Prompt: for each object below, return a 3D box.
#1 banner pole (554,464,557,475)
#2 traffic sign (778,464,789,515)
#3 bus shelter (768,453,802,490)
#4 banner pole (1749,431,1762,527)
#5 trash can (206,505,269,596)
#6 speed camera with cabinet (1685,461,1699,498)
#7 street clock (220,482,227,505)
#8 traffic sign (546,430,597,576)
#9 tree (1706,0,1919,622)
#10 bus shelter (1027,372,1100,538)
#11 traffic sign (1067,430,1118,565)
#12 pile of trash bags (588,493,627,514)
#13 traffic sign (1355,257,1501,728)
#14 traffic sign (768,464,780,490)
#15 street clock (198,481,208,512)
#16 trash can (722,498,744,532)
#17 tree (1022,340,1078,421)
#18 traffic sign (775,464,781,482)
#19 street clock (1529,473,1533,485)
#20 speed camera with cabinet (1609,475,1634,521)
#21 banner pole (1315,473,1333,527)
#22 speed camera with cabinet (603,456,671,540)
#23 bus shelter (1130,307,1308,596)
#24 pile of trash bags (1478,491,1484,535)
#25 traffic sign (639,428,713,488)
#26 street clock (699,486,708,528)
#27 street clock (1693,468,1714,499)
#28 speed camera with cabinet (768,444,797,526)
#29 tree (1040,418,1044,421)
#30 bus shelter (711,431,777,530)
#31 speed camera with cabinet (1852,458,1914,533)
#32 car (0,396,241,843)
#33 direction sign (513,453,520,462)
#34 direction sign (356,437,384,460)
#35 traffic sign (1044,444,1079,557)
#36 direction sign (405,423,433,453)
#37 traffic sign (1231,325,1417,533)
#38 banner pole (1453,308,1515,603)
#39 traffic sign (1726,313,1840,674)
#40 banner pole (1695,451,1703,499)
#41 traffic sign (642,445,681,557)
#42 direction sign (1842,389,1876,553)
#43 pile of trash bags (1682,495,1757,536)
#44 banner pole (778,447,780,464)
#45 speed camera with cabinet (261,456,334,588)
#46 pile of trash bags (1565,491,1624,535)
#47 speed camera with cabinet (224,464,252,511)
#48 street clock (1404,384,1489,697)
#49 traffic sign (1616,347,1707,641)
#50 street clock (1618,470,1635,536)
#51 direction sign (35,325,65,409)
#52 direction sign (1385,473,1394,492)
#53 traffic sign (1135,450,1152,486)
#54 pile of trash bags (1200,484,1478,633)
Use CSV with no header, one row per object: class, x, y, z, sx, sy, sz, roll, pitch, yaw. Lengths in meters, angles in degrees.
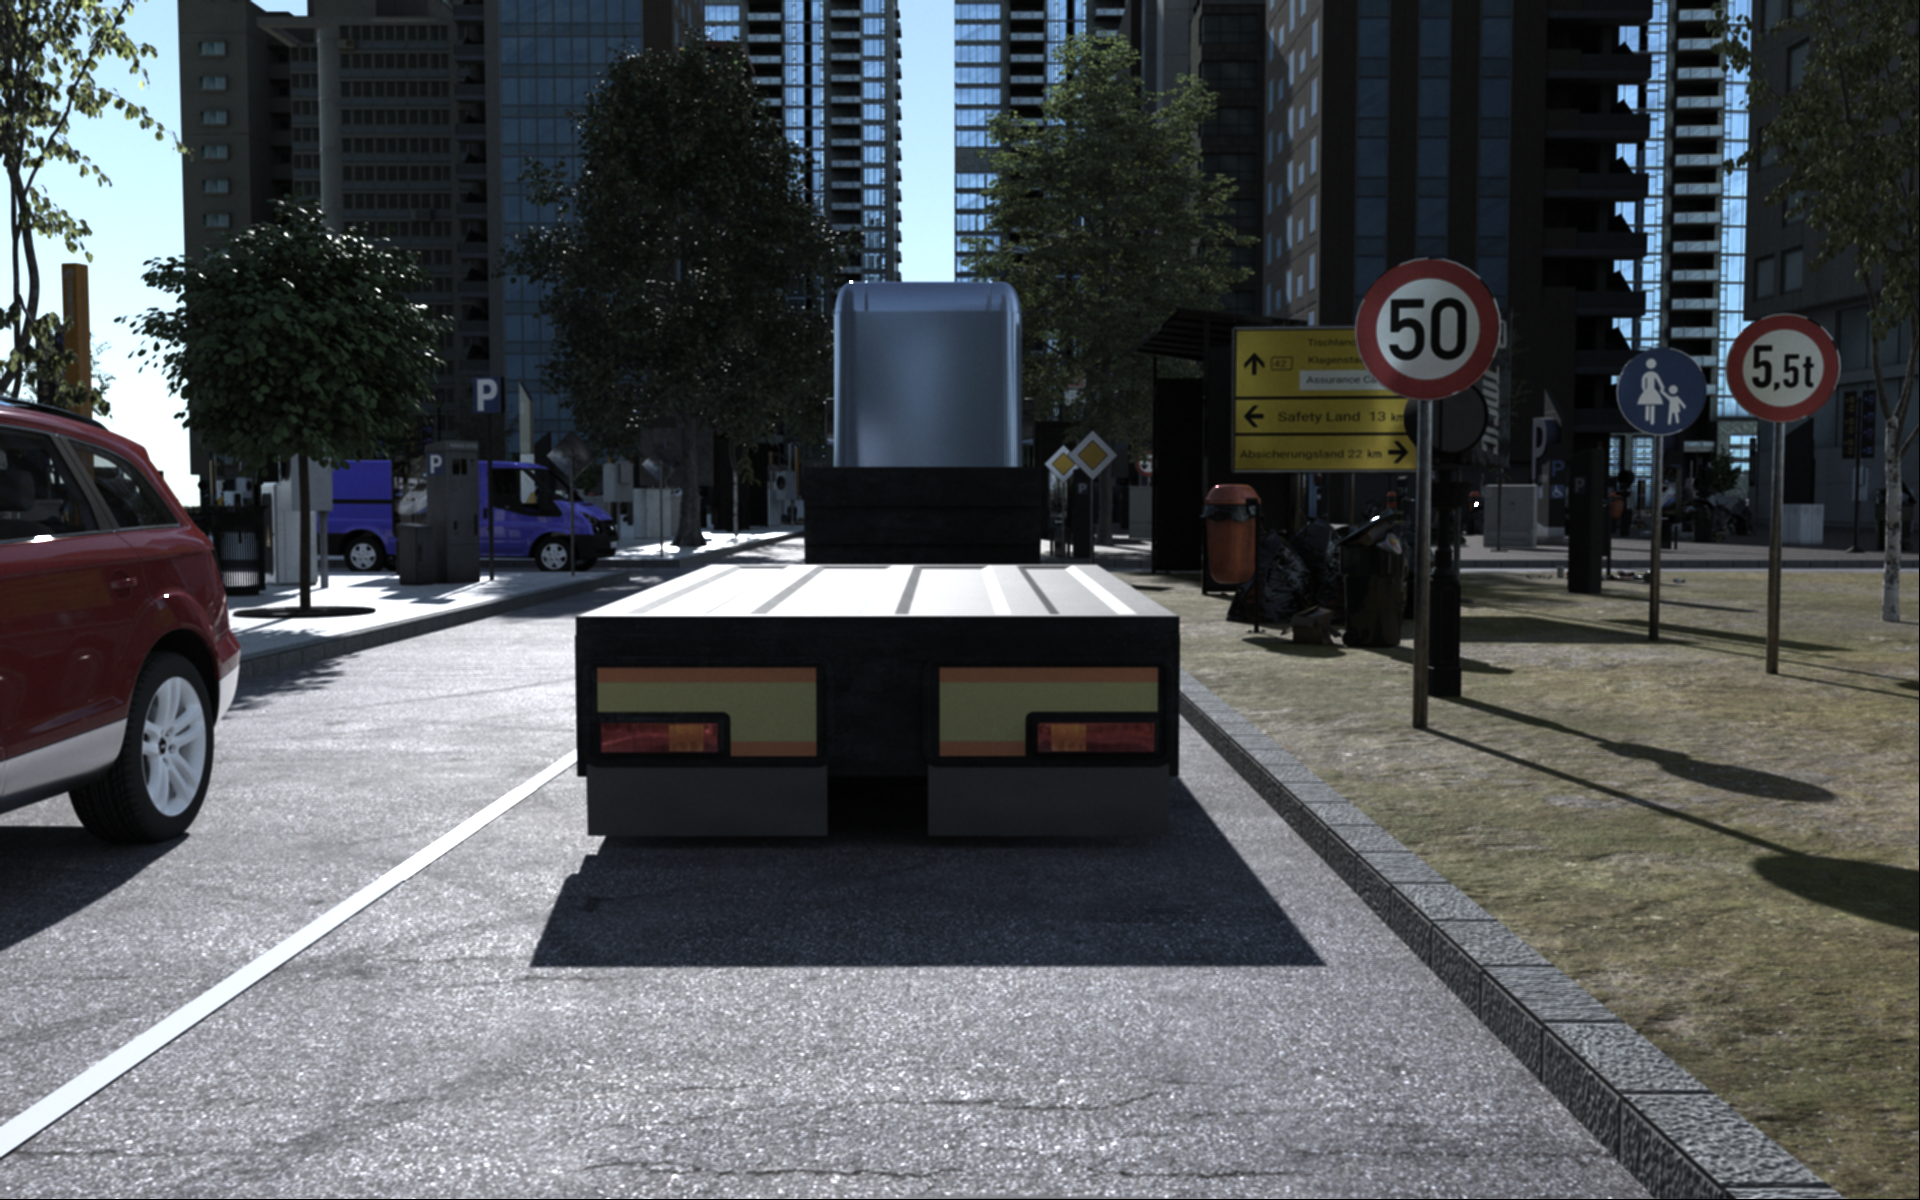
banner pole,-23.380,-6.657,98.856,0.863,3.779,0.401,0,4,3
traffic sign,-7.597,-4.535,74.249,0.768,2.556,0.104,0,4,6
bus shelter,-9.201,-5.694,87.020,2.014,3.302,5.546,0,4,0
banner pole,31.280,-4.782,68.208,0.863,3.779,0.401,-3,4,-36
trash can,-9.150,-0.632,21.981,0.748,1.137,0.748,0,3,0
speed camera with cabinet,42.658,-6.592,102.115,2.038,3.252,0.660,-1,4,-18
street clock,-42.785,-5.877,100.659,0.471,2.002,0.358,3,5,44
traffic sign,-6.074,-1.437,27.131,0.795,2.450,0.064,0,4,0
tree,9.351,-4.075,16.994,4.737,8.622,4.395,0,3,0
bus shelter,3.034,-4.682,54.186,2.179,5.291,8.768,0,3,0
traffic sign,2.070,-1.434,27.090,0.795,2.450,0.064,0,4,0
pile of trash bags,-22.033,-6.056,108.773,1.912,1.369,3.447,2,4,35
traffic sign,2.527,-0.571,9.437,0.768,2.556,0.104,1,4,8
traffic sign,-7.971,-4.475,73.279,0.768,2.556,0.104,0,4,7
street clock,-41.160,-5.482,94.202,0.471,2.002,0.358,0,4,-5
trash can,-7.686,-2.876,58.681,0.748,1.137,0.748,0,3,0
tree,3.173,-12.796,119.586,12.009,13.543,11.850,0,3,0
traffic sign,-7.743,-4.567,74.673,0.884,2.594,0.081,0,4,6
street clock,19.775,-3.379,59.815,0.358,2.002,0.471,1,4,23
speed camera with cabinet,31.013,-5.352,81.840,0.660,3.252,2.038,-1,4,-14
banner pole,14.114,-4.725,67.270,0.863,3.779,0.401,-2,4,-23
speed camera with cabinet,-9.213,-3.370,49.431,0.660,3.252,2.038,3,5,40
bus shelter,3.588,-2.056,24.894,1.731,3.624,6.357,0,4,0
pile of trash bags,16.423,-2.831,56.042,1.912,1.369,3.447,2,4,25
traffic sign,-8.698,-3.623,53.114,2.265,3.308,0.079,0,4,1
street clock,-9.766,-3.751,65.906,0.471,2.002,0.358,3,5,44
street clock,20.360,-2.615,47.332,0.358,2.002,0.471,0,4,-1
speed camera with cabinet,-7.332,-4.565,68.973,0.660,3.252,2.038,-3,5,-43
tree,2.804,-13.968,145.392,9.611,12.733,9.660,0,3,0
bus shelter,-7.972,-4.469,64.345,1.731,3.624,6.357,0,3,0
speed camera with cabinet,30.439,-3.840,57.116,0.660,3.252,2.038,-1,4,-16
car,-4.257,0.183,5.676,2.281,1.827,5.304,0,4,0
direction sign,-24.267,-6.290,94.837,0.379,3.537,0.876,1,4,15
direction sign,-19.658,-4.023,57.777,0.876,3.537,0.379,0,4,-8
traffic sign,2.091,-1.922,35.075,0.795,2.450,0.064,0,4,0
direction sign,-17.136,-3.848,54.910,0.876,3.537,0.379,-3,4,-37
traffic sign,4.427,-1.659,20.992,2.265,3.308,0.079,0,4,6
banner pole,6.127,-1.865,20.502,0.863,3.779,0.401,0,4,-7
traffic sign,5.812,-0.747,12.318,0.768,2.556,0.104,0,4,7
banner pole,42.869,-6.759,100.532,0.401,3.779,0.863,0,4,-6
traffic sign,-6.053,-1.925,35.116,0.795,2.450,0.064,0,4,0
direction sign,19.667,-2.810,37.948,0.379,3.537,0.876,-1,4,-16
pile of trash bags,23.564,-2.764,54.938,1.912,1.369,3.447,-1,4,-15
banner pole,-9.591,-6.245,92.130,0.401,3.779,0.863,0,4,-2
speed camera with cabinet,-9.285,-1.826,24.187,0.660,3.252,2.038,-2,4,-32
pile of trash bags,19.812,-2.799,55.509,3.447,1.369,1.912,-1,4,-17
speed camera with cabinet,-39.207,-6.098,94.040,0.660,3.252,2.038,0,4,6
street clock,3.069,-0.393,10.989,0.471,2.002,0.358,0,4,-7
traffic sign,6.087,-0.918,15.121,0.768,2.556,0.104,0,4,4
street clock,20.205,-2.937,52.590,0.358,2.002,0.471,-1,4,-23
direction sign,-12.218,-1.922,23.416,0.876,3.537,0.379,3,4,36
direction sign,17.452,-4.793,70.359,0.379,3.537,0.876,2,4,35
traffic sign,5.442,-3.059,50.121,0.768,2.556,0.104,0,4,3
pile of trash bags,3.484,-0.459,17.250,1.912,1.369,3.447,3,5,40
